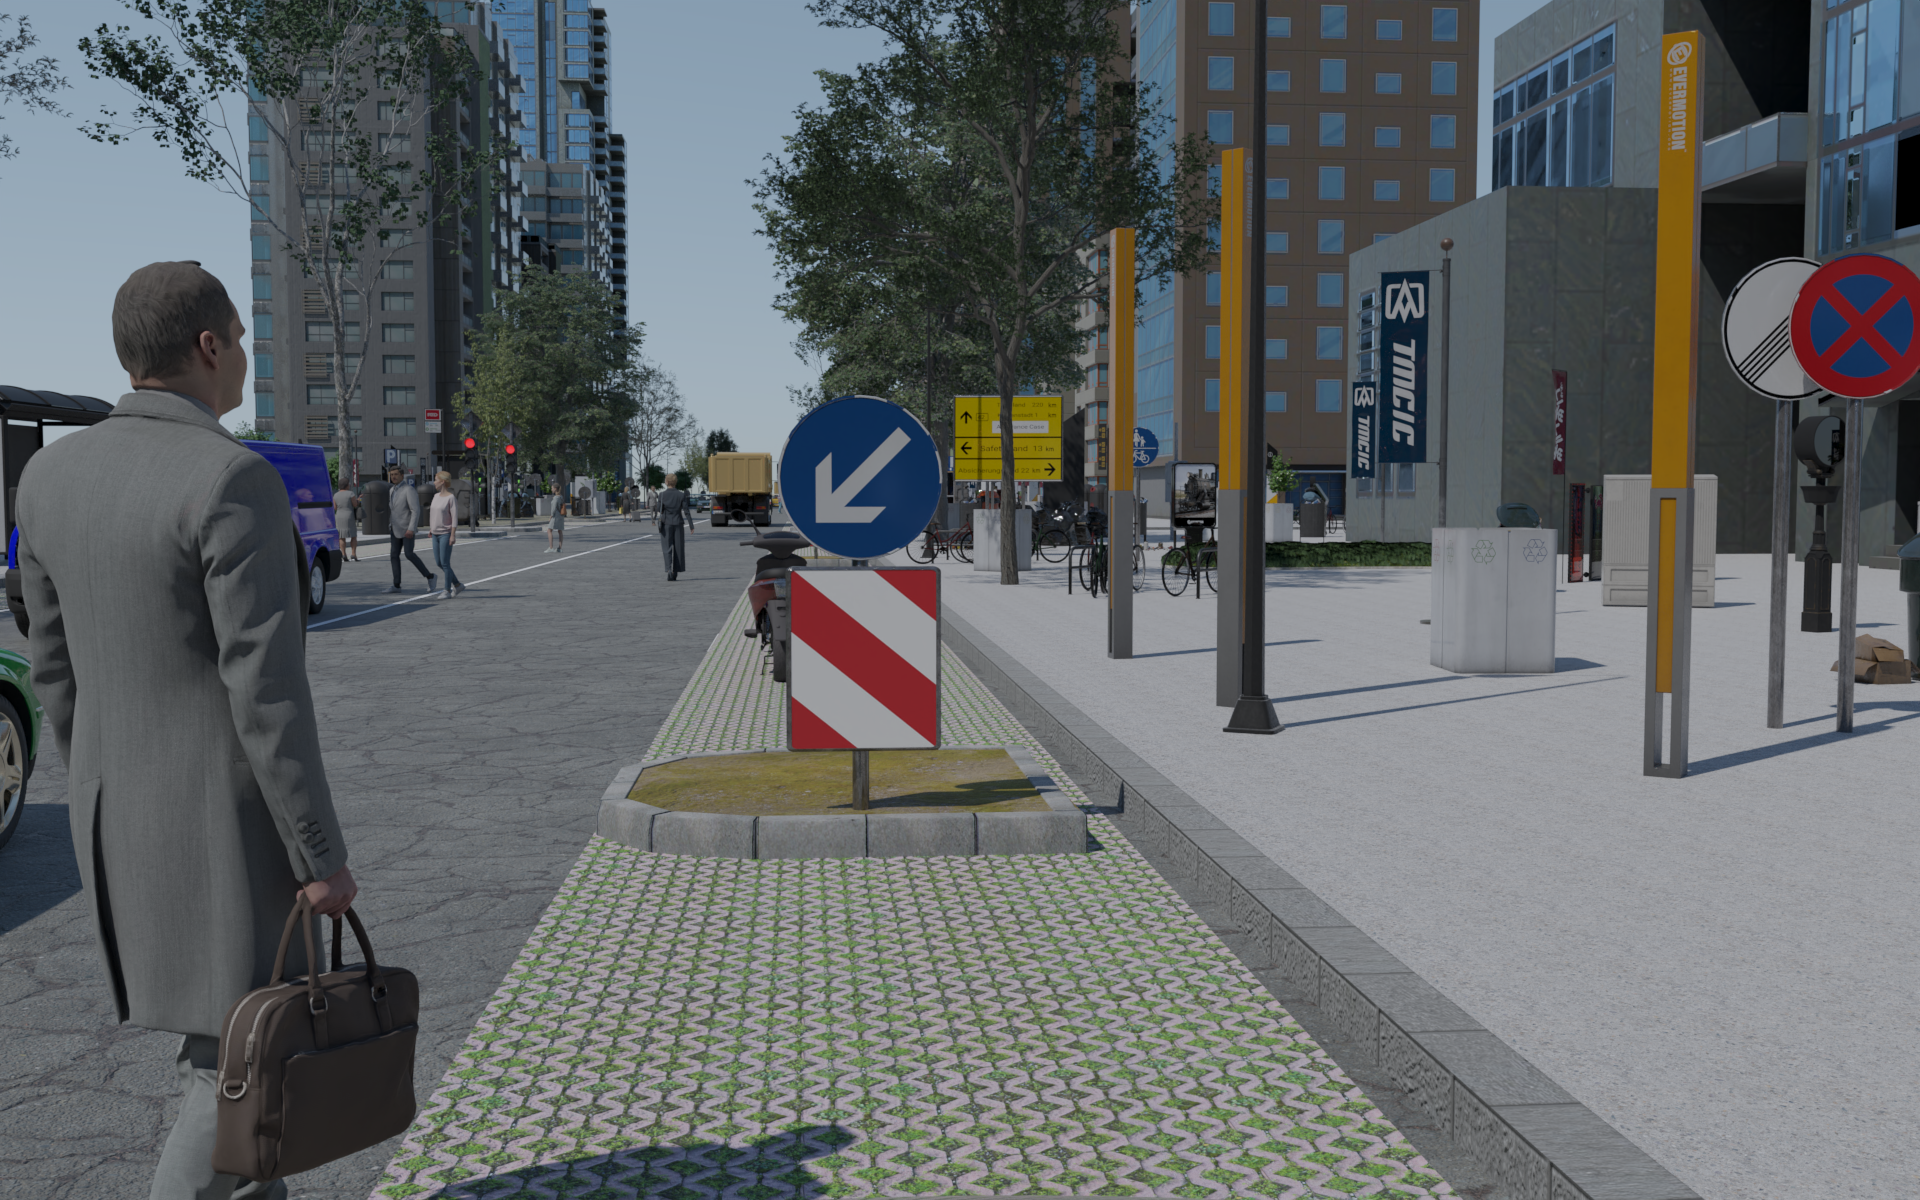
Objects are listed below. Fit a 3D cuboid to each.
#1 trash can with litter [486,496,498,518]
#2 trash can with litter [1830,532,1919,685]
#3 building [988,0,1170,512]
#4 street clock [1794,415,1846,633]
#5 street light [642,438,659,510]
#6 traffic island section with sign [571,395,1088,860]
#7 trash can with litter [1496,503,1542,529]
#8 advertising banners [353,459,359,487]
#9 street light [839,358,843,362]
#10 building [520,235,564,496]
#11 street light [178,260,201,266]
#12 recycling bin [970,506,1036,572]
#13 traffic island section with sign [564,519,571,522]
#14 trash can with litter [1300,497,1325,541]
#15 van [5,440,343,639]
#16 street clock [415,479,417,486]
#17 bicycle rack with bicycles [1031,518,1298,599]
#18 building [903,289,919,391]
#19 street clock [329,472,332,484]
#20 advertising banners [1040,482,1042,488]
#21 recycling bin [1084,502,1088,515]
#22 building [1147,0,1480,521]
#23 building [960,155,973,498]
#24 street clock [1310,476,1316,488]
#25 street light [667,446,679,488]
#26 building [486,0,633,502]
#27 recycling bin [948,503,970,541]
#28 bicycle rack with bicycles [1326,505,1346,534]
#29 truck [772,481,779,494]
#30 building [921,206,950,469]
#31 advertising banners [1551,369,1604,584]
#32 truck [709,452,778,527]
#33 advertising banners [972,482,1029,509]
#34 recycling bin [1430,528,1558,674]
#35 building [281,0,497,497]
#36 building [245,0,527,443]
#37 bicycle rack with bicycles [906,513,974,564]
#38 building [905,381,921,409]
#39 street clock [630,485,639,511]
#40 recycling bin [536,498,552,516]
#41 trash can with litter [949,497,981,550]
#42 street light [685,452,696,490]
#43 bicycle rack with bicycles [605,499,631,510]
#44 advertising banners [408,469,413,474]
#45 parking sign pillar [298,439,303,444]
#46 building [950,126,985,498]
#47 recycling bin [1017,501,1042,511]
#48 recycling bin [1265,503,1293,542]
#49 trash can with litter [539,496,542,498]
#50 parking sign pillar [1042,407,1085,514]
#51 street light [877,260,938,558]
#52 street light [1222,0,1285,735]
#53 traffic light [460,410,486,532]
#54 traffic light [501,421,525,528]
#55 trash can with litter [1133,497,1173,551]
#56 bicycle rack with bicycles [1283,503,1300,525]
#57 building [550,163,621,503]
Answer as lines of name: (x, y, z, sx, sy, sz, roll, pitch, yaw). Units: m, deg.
trash can with litter: (-24.927, -4.922, 91.863, 0.624, 1.170, 1.055, -3, 5, -42)
trash can with litter: (6.555, -0.024, 11.780, 1.055, 1.170, 0.624, -1, 4, -14)
building: (9.830, -30.914, 155.559, 14.600, 45.320, 14.200, 0, 4, -5)
street clock: (7.969, -0.703, 16.057, 0.471, 2.002, 0.358, -1, 4, -23)
street light: (-25.375, -10.378, 142.215, 1.470, 5.913, 1.316, 0, 4, -5)
traffic island section with sign: (-0.569, 0.056, 7.710, 1.989, 1.847, 2.006, 0, 4, -5)
trash can with litter: (7.240, -0.661, 22.193, 0.624, 1.170, 1.055, 0, 4, 5)
advertising banners: (-29.314, -5.453, 85.341, 2.074, 3.025, 0.090, 3, 4, 37)
street light: (-3.501, -5.313, 59.405, 1.470, 5.913, 1.316, 0, 4, -5)
building: (-51.851, -25.655, 191.152, 14.160, 30.474, 14.107, 0, 4, -5)
street light: (-15.750, -3.787, 34.465, 1.470, 5.913, 1.316, 0, 4, -5)
recycling bin: (0.712, -1.002, 28.930, 0.722, 1.027, 0.722, 3, 5, 40)
traffic island section with sign: (-19.145, -4.881, 88.435, 1.989, 1.847, 2.006, 0, 4, -5)
trash can with litter: (7.984, -1.606, 37.314, 2.233, 1.210, 1.678, 1, 4, 12)
van: (-8.469, -0.892, 18.965, 2.240, 2.365, 5.245, 0, 4, -4)
street clock: (-23.185, -4.193, 73.121, 0.471, 2.002, 0.358, 1, 4, 19)
bicycle rack with bicycles: (2.417, -0.546, 22.310, 2.852, 0.926, 2.925, 2, 4, 32)
building: (-2.864, -37.419, 295.399, 14.154, 41.232, 14.086, 0, 4, -5)
street clock: (-20.864, -3.207, 56.997, 0.358, 2.002, 0.471, 1, 4, 10)
advertising banners: (3.091, -4.762, 74.054, 0.090, 3.025, 2.074, -3, 4, -37)
recycling bin: (3.796, -2.707, 56.808, 0.722, 1.027, 0.722, 1, 4, 9)
building: (16.959, -26.808, 88.415, 14.200, 45.320, 14.600, 0, 4, -5)
building: (7.539, -32.654, 184.002, 14.600, 45.320, 14.200, 0, 4, -5)
street clock: (14.482, -4.072, 71.147, 0.358, 2.002, 0.471, 1, 4, 12)
street light: (-27.727, -11.924, 167.497, 1.470, 5.913, 1.316, 0, 4, -5)
building: (-64.127, -59.140, 279.604, 22.319, 86.520, 31.000, 0, 4, -5)
recycling bin: (0.104, -2.137, 47.499, 0.722, 1.027, 0.722, 2, 4, 30)
bicycle rack with bicycles: (12.922, -2.576, 55.495, 2.852, 0.926, 2.925, 0, 4, -6)
truck: (-26.780, -16.254, 261.669, 3.469, 3.379, 9.791, 0, 4, -7)
building: (1.721, -36.758, 251.108, 14.600, 45.320, 14.200, 0, 4, -5)
advertising banners: (8.951, -1.766, 25.062, 0.090, 3.025, 2.074, 3, 5, 41)
truck: (-9.894, -5.080, 78.981, 3.469, 3.379, 9.791, 0, 4, -5)
advertising banners: (1.408, -3.722, 57.040, 2.074, 3.025, 0.090, 1, 4, 18)
recycling bin: (3.900, -0.008, 12.693, 0.722, 1.027, 0.722, 0, 4, -1)
building: (-47.715, -28.282, 146.002, 14.154, 41.232, 14.086, 0, 4, -5)
building: (-54.298, -33.510, 167.493, 23.786, 49.044, 30.456, 0, 4, -5)
bicycle rack with bicycles: (0.634, -1.168, 32.477, 2.925, 0.926, 2.852, 1, 4, 10)
building: (5.907, -26.312, 275.248, 27.650, 21.520, 28.899, 0, 4, -5)
street clock: (-25.699, -8.126, 137.432, 0.471, 2.002, 0.358, -2, 4, -24)
recycling bin: (-24.608, -5.497, 102.429, 0.722, 1.027, 0.722, -2, 4, -31)
trash can with litter: (0.575, -1.759, 39.816, 2.233, 1.210, 1.678, 1, 4, 19)
street light: (-29.966, -13.463, 192.666, 1.470, 5.913, 1.316, 0, 4, -5)
bicycle rack with bicycles: (-27.307, -7.728, 139.732, 2.852, 0.926, 2.925, -2, 4, -30)
advertising banners: (-39.365, -7.696, 122.011, 2.074, 3.025, 0.090, 1, 4, 21)
parking sign pillar: (-32.178, -5.918, 85.238, 1.447, 3.967, 1.447, -1, 4, -10)
building: (5.745, -31.502, 198.655, 14.154, 41.232, 14.086, 0, 4, -5)
recycling bin: (2.525, -2.846, 59.081, 0.722, 1.027, 0.722, 3, 5, 41)
recycling bin: (8.414, -2.065, 46.314, 0.722, 1.027, 0.722, -2, 4, -27)
trash can with litter: (-27.039, -6.038, 110.111, 1.055, 1.170, 0.624, 0, 4, -5)
parking sign pillar: (3.227, -4.010, 54.037, 1.447, 3.967, 1.447, 0, 4, 0)
street light: (-1.161, -3.793, 34.564, 1.470, 5.913, 1.316, 0, 4, -5)
street light: (1.054, -2.240, 9.173, 1.470, 5.913, 1.316, 0, 4, -5)
traffic light: (-16.391, -4.240, 58.247, 0.839, 4.253, 0.868, 0, 4, -5)
traffic light: (-17.106, -4.727, 66.200, 0.839, 4.253, 0.868, 0, 4, -5)
trash can with litter: (4.456, -1.784, 40.230, 1.678, 1.210, 2.233, 2, 4, 31)
bicycle rack with bicycles: (12.944, -3.521, 70.953, 2.925, 0.926, 2.852, 2, 4, 27)
building: (-62.211, -38.564, 250.125, 23.786, 49.044, 30.456, 0, 4, -5)
